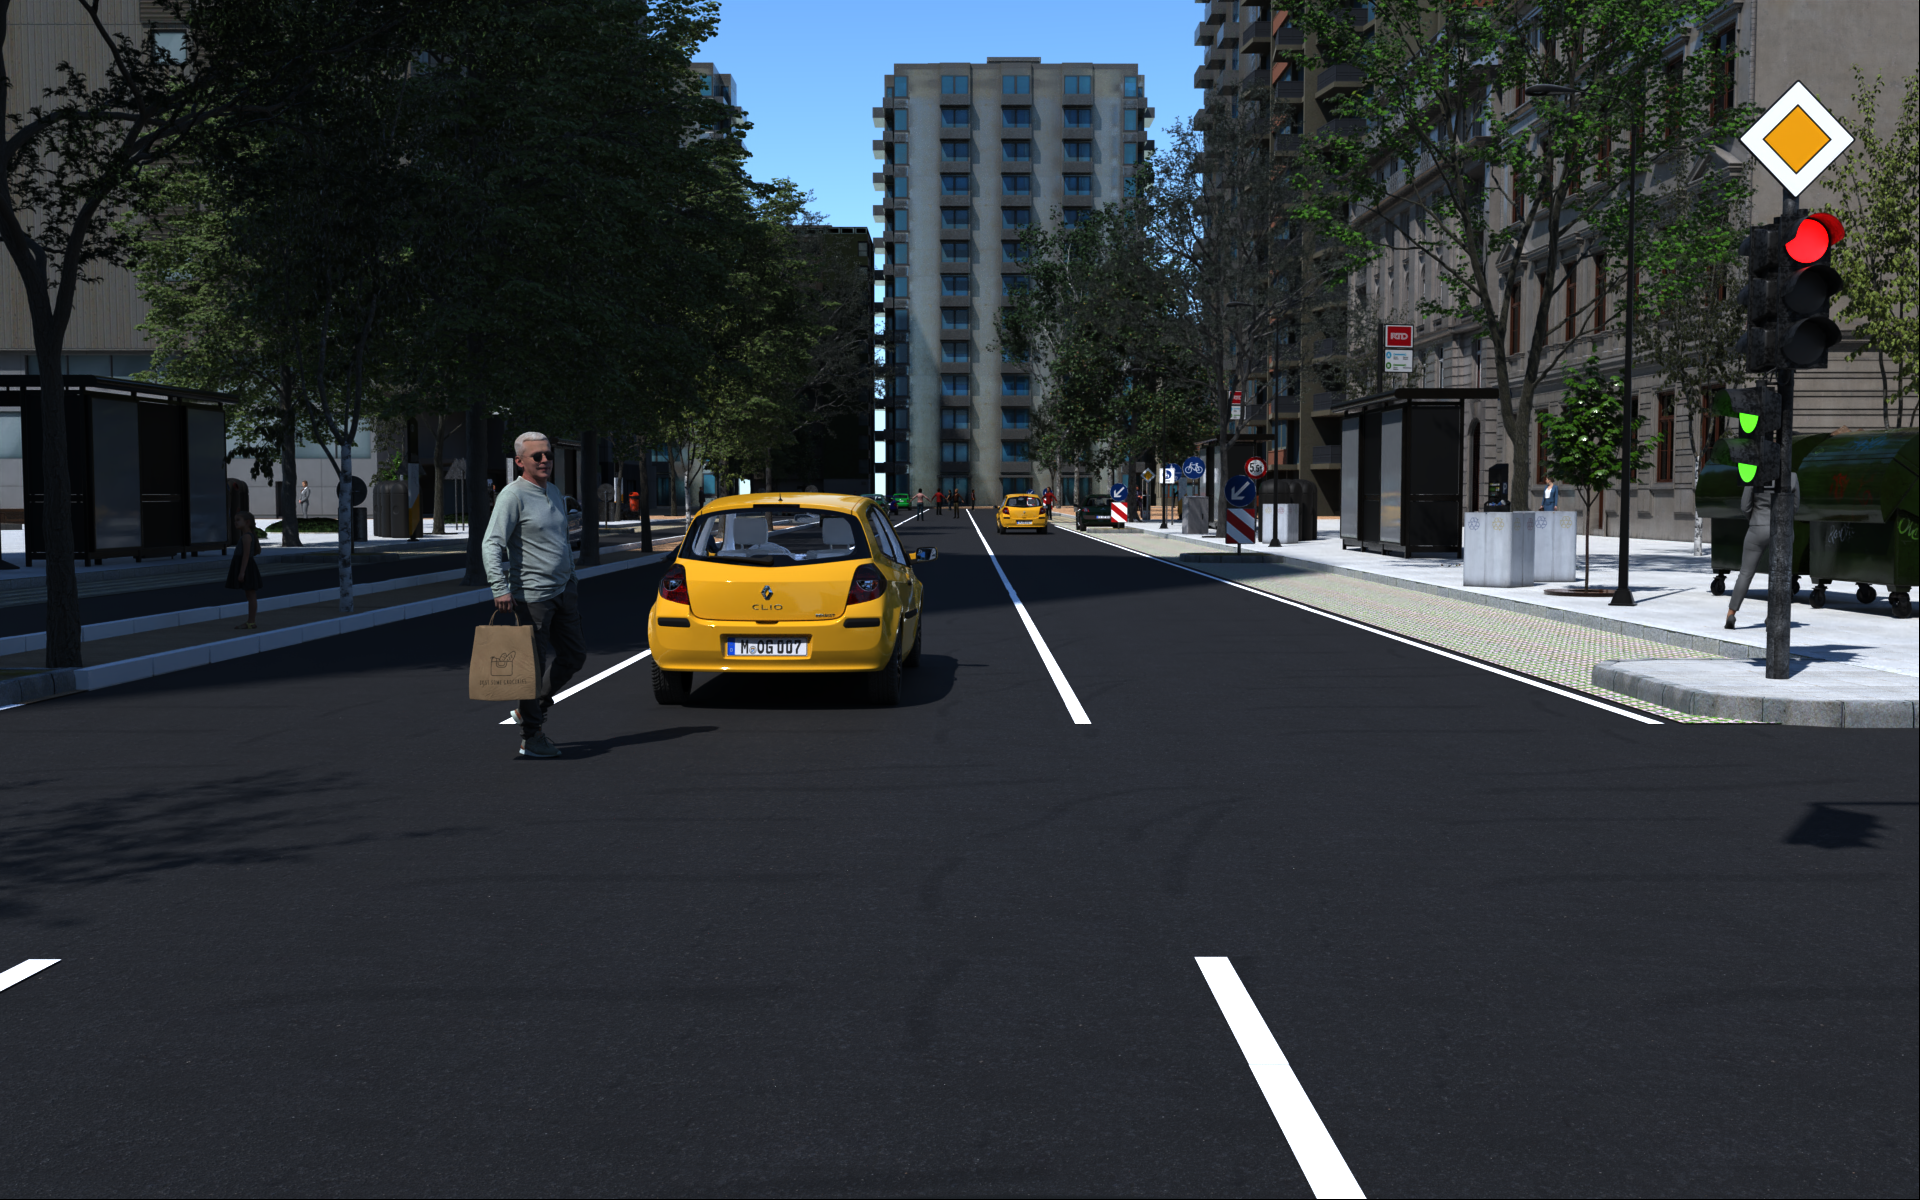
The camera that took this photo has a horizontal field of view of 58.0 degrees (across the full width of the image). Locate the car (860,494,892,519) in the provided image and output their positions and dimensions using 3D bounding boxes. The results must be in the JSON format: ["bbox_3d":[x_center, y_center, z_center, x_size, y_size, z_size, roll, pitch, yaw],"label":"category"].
[{"bbox_3d":[-4.762,-5.011,93.725,2.131,1.459,4.920,0,4,0],"label":"car"}]

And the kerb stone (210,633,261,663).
[{"bbox_3d":[-6.399,0.431,15.155,0.120,0.150,1.000,0,3,0],"label":"kerb stone"}]

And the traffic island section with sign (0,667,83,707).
[{"bbox_3d":[-7.431,-0.218,11.704,2.006,1.907,1.989,0,3,0],"label":"traffic island section with sign"}]

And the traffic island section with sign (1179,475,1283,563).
[{"bbox_3d":[5.696,-1.714,36.653,1.989,1.847,2.006,0,3,0],"label":"traffic island section with sign"}]

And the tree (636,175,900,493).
[{"bbox_3d":[-7.366,-9.396,66.451,12.009,13.543,11.850,0,3,0],"label":"tree"}]

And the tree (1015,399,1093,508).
[{"bbox_3d":[9.037,-14.086,164.721,8.767,10.594,7.601,2,4,32],"label":"tree"}]

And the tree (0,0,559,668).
[{"bbox_3d":[-7.318,-4.731,14.223,8.767,10.594,7.601,0,3,0],"label":"tree"}]

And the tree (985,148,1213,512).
[{"bbox_3d":[8.615,-14.734,96.784,12.611,20.169,13.585,0,3,0],"label":"tree"}]

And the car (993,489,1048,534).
[{"bbox_3d":[2.224,-3.218,62.830,2.015,1.641,3.980,0,4,-1],"label":"car"}]

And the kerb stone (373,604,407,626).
[{"bbox_3d":[-6.408,0.179,19.271,0.120,0.150,1.000,0,3,0],"label":"kerb stone"}]

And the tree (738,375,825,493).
[{"bbox_3d":[-16.220,-14.256,150.098,9.611,12.733,9.660,0,3,0],"label":"tree"}]

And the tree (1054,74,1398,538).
[{"bbox_3d":[7.840,-8.566,50.427,12.009,13.543,11.850,0,3,0],"label":"tree"}]

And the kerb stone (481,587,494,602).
[{"bbox_3d":[-6.406,-0.072,23.380,0.120,0.150,1.000,0,3,0],"label":"kerb stone"}]

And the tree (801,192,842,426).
[{"bbox_3d":[-7.709,-8.273,55.855,7.486,12.596,7.792,0,3,0],"label":"tree"}]

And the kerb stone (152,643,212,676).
[{"bbox_3d":[-6.403,0.493,14.128,0.120,0.150,1.000,0,3,0],"label":"kerb stone"}]

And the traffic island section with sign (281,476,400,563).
[{"bbox_3d":[-13.022,-1.715,36.668,1.989,1.847,2.006,0,3,0],"label":"traffic island section with sign"}]

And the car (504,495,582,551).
[{"bbox_3d":[-10.853,-2.028,45.161,2.014,1.417,4.499,0,4,-1],"label":"car"}]

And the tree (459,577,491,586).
[{"bbox_3d":[-7.616,-6.512,27.053,7.486,12.596,7.792,0,3,0],"label":"tree"}]

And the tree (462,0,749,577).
[{"bbox_3d":[-7.502,-6.975,34.625,7.486,12.596,7.792,0,3,0],"label":"tree"}]

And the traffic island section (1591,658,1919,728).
[{"bbox_3d":[5.710,0.625,12.055,2.009,0.180,2.903,0,3,0],"label":"traffic island section"}]

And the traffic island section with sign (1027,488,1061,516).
[{"bbox_3d":[5.624,-6.444,113.985,1.989,1.847,2.006,0,3,0],"label":"traffic island section with sign"}]

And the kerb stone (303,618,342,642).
[{"bbox_3d":[-6.406,0.306,17.213,0.120,0.150,1.000,0,3,0],"label":"kerb stone"}]

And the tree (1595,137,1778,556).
[{"bbox_3d":[15.228,-5.209,35.522,4.360,8.622,3.978,0,3,0],"label":"tree"}]

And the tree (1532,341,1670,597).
[{"bbox_3d":[8.119,-1.674,21.968,1.663,3.219,1.824,0,3,0],"label":"tree"}]

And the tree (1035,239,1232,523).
[{"bbox_3d":[7.893,-9.856,78.158,9.611,12.733,9.660,0,3,0],"label":"tree"}]

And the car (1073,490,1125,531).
[{"bbox_3d":[5.452,-3.532,67.539,2.009,1.686,4.222,0,4,1],"label":"car"}]

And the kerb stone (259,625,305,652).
[{"bbox_3d":[-6.400,0.367,16.188,0.120,0.150,1.000,0,3,0],"label":"kerb stone"}]

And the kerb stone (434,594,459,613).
[{"bbox_3d":[-6.403,0.054,21.320,0.120,0.150,1.000,0,3,0],"label":"kerb stone"}]

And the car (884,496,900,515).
[{"bbox_3d":[-5.077,-6.465,118.282,1.945,1.354,3.894,0,4,-2],"label":"car"}]

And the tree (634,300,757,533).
[{"bbox_3d":[-7.661,-5.860,48.631,4.737,8.622,4.395,0,3,0],"label":"tree"}]

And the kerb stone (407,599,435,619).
[{"bbox_3d":[-6.400,0.116,20.295,0.120,0.150,1.000,0,3,0],"label":"kerb stone"}]

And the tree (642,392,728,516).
[{"bbox_3d":[-16.741,-10.668,100.174,9.928,11.665,9.643,0,3,0],"label":"tree"}]

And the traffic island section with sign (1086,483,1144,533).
[{"bbox_3d":[5.662,-3.363,63.608,1.989,1.847,2.006,0,3,0],"label":"traffic island section with sign"}]

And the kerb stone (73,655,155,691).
[{"bbox_3d":[-6.400,0.556,13.098,0.120,0.150,1.000,0,3,0],"label":"kerb stone"}]

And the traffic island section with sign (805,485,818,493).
[{"bbox_3d":[-7.507,-4.814,86.842,2.006,1.907,1.989,0,3,0],"label":"traffic island section with sign"}]

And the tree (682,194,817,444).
[{"bbox_3d":[-7.621,-6.449,42.315,8.767,10.594,7.601,0,3,0],"label":"tree"}]

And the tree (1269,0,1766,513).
[{"bbox_3d":[8.840,-6.216,27.390,9.928,11.665,9.643,0,3,0],"label":"tree"}]

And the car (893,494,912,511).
[{"bbox_3d":[-5.157,-8.754,151.925,1.959,1.807,4.718,0,4,0],"label":"car"}]

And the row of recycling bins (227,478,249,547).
[{"bbox_3d":[-18.397,-2.194,42.977,1.069,1.692,3.534,-1,4,-12],"label":"row of recycling bins"}]

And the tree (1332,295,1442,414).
[{"bbox_3d":[15.805,-7.019,65.123,4.360,8.622,3.978,0,3,0],"label":"tree"}]

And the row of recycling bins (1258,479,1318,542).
[{"bbox_3d":[9.064,-2.474,47.566,1.069,1.692,3.534,2,4,27],"label":"row of recycling bins"}]

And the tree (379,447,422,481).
[{"bbox_3d":[-23.206,-4.695,71.360,1.663,3.219,1.824,0,3,0],"label":"tree"}]

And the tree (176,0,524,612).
[{"bbox_3d":[-7.433,-4.165,20.915,4.360,8.622,3.978,0,3,0],"label":"tree"}]

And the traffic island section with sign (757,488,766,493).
[{"bbox_3d":[-13.092,-6.481,114.595,1.989,1.847,2.006,0,3,0],"label":"traffic island section with sign"}]

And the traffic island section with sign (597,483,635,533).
[{"bbox_3d":[-13.045,-3.364,63.623,1.989,1.847,2.006,0,3,0],"label":"traffic island section with sign"}]

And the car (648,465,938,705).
[{"bbox_3d":[-1.201,-0.184,13.231,2.015,1.641,3.980,0,4,2],"label":"car"}]

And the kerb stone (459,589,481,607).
[{"bbox_3d":[-6.407,-0.009,22.348,0.120,0.150,1.000,0,3,0],"label":"kerb stone"}]

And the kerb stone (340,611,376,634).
[{"bbox_3d":[-6.404,0.246,18.236,0.120,0.150,1.000,0,3,0],"label":"kerb stone"}]

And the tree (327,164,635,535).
[{"bbox_3d":[-16.395,-7.879,54.578,9.928,11.665,9.643,0,3,0],"label":"tree"}]

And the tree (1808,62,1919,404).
[{"bbox_3d":[16.116,-4.831,29.354,4.737,8.622,4.395,0,3,0],"label":"tree"}]

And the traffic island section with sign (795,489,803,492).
[{"bbox_3d":[-13.122,-8.130,141.550,1.989,1.847,2.006,0,3,0],"label":"traffic island section with sign"}]
